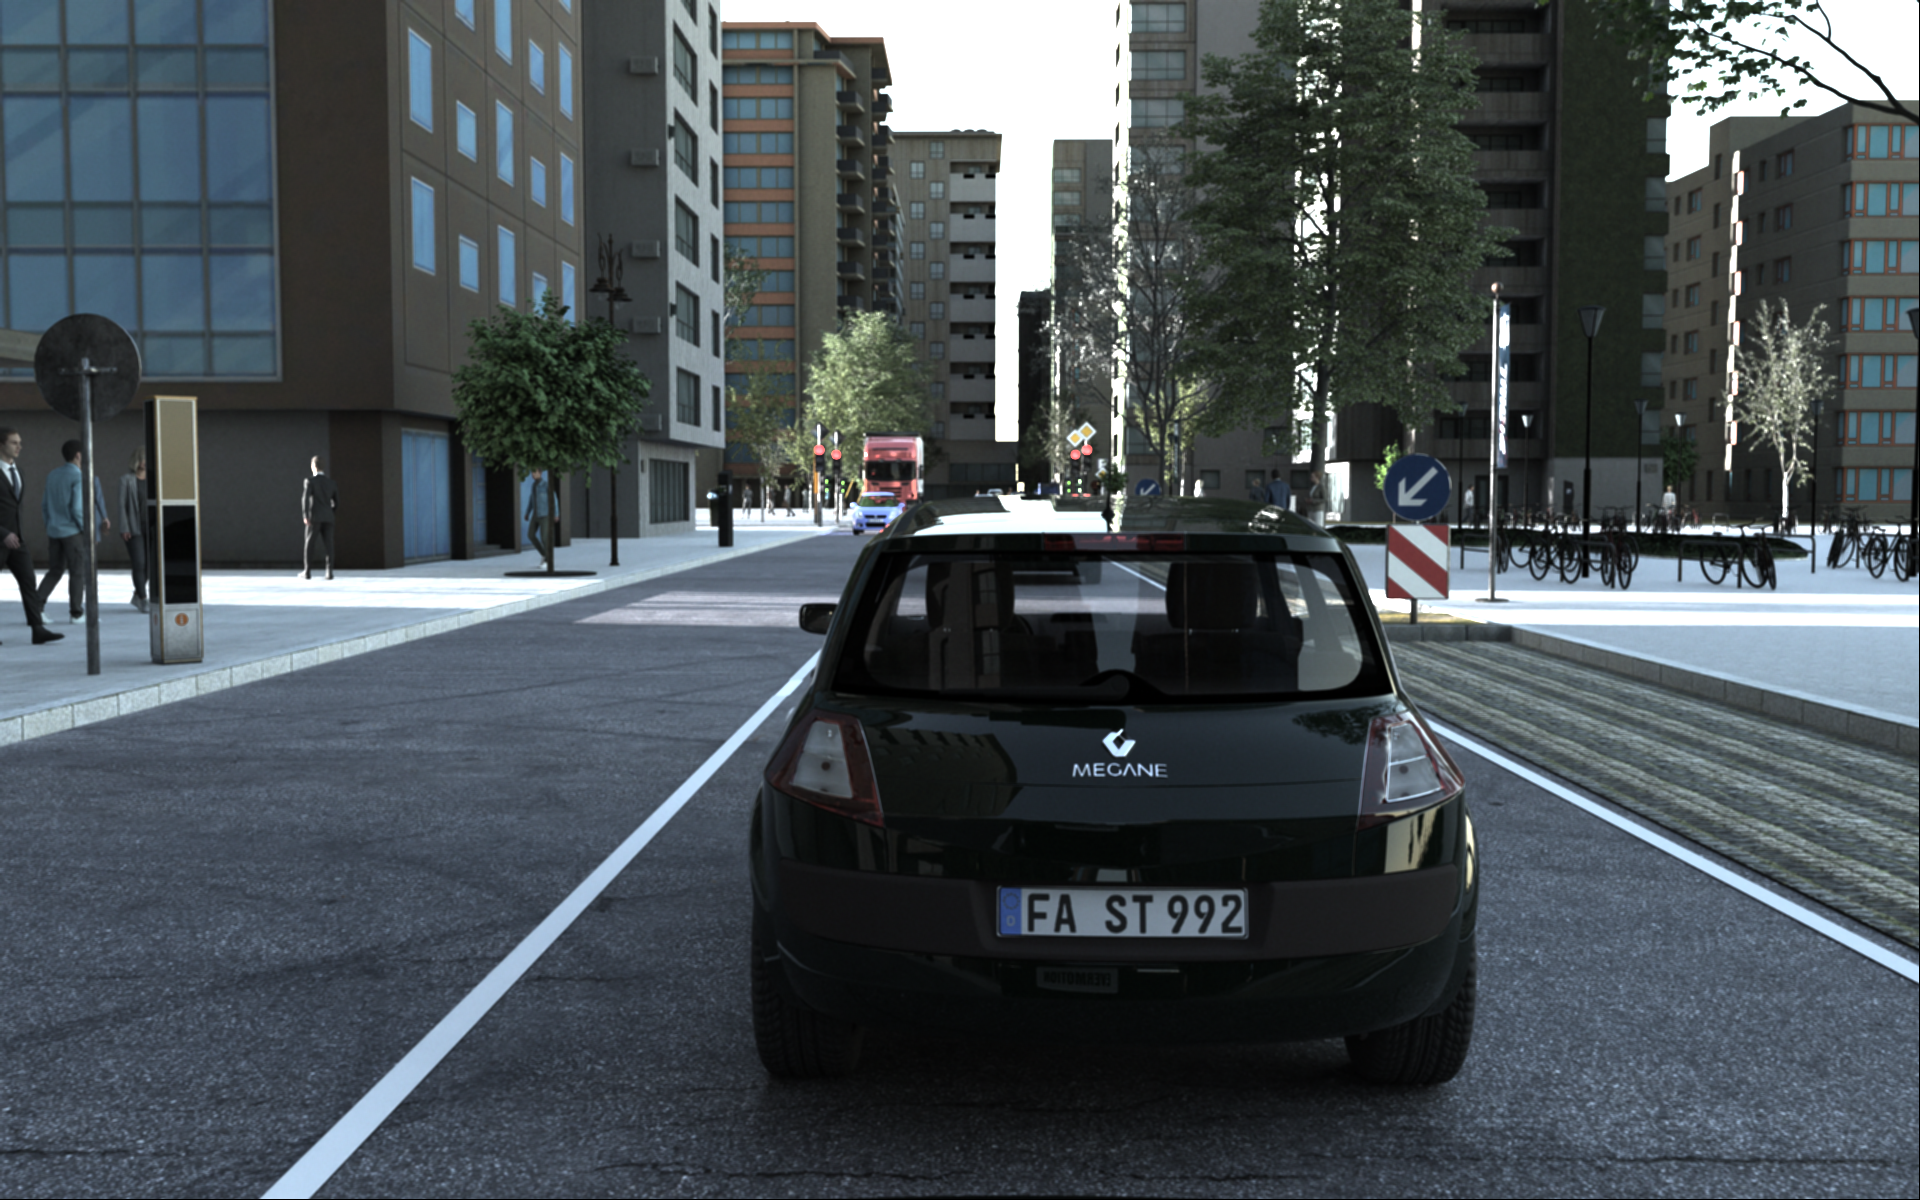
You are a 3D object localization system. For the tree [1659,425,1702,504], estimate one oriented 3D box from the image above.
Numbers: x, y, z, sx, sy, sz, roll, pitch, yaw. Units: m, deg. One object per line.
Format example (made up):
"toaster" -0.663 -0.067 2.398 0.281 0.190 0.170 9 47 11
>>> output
"tree" 33.423 -6.028 82.268 4.285 4.588 4.351 0 3 0

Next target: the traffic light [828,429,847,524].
"traffic light" -5.306 -5.265 75.003 0.839 4.253 0.868 0 4 1

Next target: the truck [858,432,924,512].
"truck" -3.048 -5.605 80.562 2.839 4.237 11.283 0 3 0

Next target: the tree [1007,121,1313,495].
"tree" 6.730 -9.042 58.209 12.009 13.543 11.850 0 3 0

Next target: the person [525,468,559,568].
"person" -7.245 -1.447 30.052 0.601 1.785 0.444 3 4 39

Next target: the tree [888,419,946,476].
"tree" -5.637 -15.462 187.222 8.767 10.594 7.601 -1 4 -9

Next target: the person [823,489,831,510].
"person" -11.022 -8.408 143.537 0.620 1.820 0.660 -1 4 -12

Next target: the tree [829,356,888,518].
"tree" -6.123 -8.620 91.293 4.737 8.622 4.395 0 3 0

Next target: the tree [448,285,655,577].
"tree" -6.477 -2.664 27.276 4.285 4.588 4.351 0 3 0

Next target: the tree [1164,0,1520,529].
"tree" 7.898 -7.219 36.157 7.486 12.596 7.792 0 3 0

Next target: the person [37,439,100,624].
"person" -8.873 -0.675 17.097 0.660 1.820 0.620 2 4 24

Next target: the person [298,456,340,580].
"person" -9.644 -1.232 25.960 0.755 1.850 0.659 3 5 44

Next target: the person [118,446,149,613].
"person" -8.857 -0.776 18.915 0.728 1.800 0.709 3 5 41

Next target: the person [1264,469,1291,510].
"person" 6.621 -1.824 36.048 0.721 1.800 0.419 -1 4 -22

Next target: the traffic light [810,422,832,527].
"traffic light" -5.394 -4.777 67.019 0.839 4.253 0.868 0 4 1

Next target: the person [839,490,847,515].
"person" -7.268 -6.140 106.214 0.755 1.850 0.659 2 4 26

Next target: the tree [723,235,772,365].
"tree" -19.474 -15.993 117.380 12.611 20.169 13.585 0 3 0

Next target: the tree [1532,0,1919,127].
"tree" 6.850 -5.165 10.204 9.928 11.665 9.643 0 3 0

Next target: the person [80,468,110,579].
"person" -12.389 -1.127 24.498 0.581 1.822 0.654 0 4 0

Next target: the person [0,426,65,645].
"person" -8.034 -0.543 14.695 0.755 1.850 0.659 1 4 12

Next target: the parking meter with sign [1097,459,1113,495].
"parking meter with sign" 7.134 -5.378 84.196 0.543 3.016 1.738 -1 4 -10

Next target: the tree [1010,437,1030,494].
"tree" 8.331 -16.183 214.949 4.360 8.622 3.978 0 3 0

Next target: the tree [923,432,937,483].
"tree" -4.615 -15.677 206.680 4.737 8.622 4.395 0 3 0

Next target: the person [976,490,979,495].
"person" 1.320 -8.191 143.096 0.598 1.740 0.731 1 4 22

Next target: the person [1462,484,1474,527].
"person" 20.860 -3.847 71.246 0.795 1.843 0.661 2 4 27

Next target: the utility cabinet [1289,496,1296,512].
"utility cabinet" 12.611 -3.446 67.510 1.020 1.237 0.306 -2 4 -33

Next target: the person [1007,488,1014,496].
"person" 2.959 -5.789 103.241 0.616 1.811 0.778 -3 5 -41

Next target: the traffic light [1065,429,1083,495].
"traffic light" 4.955 -5.259 74.906 0.839 4.253 0.868 0 4 1

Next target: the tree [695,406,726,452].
"tree" -14.770 -8.710 92.767 4.360 8.622 3.978 0 3 0

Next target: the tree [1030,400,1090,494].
"tree" 7.907 -11.181 133.178 4.360 8.622 3.978 0 3 0

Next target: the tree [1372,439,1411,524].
"tree" 15.253 -4.015 60.240 1.663 3.219 1.824 0 3 0

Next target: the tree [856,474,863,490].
"tree" -6.342 -8.829 128.064 4.285 4.588 4.351 0 3 0

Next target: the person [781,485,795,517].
"person" -9.714 -5.592 97.599 0.853 1.813 0.709 -1 4 -22

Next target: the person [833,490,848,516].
"person" -7.128 -5.953 103.343 0.822 1.834 0.622 0 4 2

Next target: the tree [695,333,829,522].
"tree" -9.149 -7.824 78.282 4.737 8.622 4.395 0 3 0

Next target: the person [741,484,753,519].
"person" -11.146 -5.146 90.450 0.520 1.790 0.573 -3 4 -38

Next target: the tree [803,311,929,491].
"tree" -5.775 -11.557 107.079 7.486 12.596 7.792 0 3 0

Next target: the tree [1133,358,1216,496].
"tree" 11.418 -8.559 90.308 4.737 8.622 4.395 0 3 0

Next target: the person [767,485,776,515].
"person" -11.351 -6.002 104.133 0.622 1.834 0.822 3 5 42

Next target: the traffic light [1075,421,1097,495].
"traffic light" 4.867 -4.771 66.922 0.839 4.253 0.868 0 4 1

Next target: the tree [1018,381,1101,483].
"tree" 8.147 -12.728 142.517 7.601 10.594 8.767 1 4 9

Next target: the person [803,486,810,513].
"person" -10.523 -6.879 118.689 0.511 1.800 0.466 1 4 11

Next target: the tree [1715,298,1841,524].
"tree" 30.472 -6.953 64.047 4.360 8.622 3.978 0 3 0

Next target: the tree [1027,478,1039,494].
"tree" 8.786 -13.089 208.608 1.663 3.219 1.824 0 3 0

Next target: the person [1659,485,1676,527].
"person" 28.582 -3.734 69.909 0.624 1.780 0.694 -3 4 -38

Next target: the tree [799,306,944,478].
"tree" -6.131 -12.940 118.217 9.857 13.997 8.962 0 3 0

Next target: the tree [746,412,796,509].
"tree" -16.134 -12.049 147.371 4.360 8.622 3.978 0 3 0

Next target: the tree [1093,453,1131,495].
"tree" 7.259 -5.283 80.986 1.663 3.219 1.824 0 3 0
